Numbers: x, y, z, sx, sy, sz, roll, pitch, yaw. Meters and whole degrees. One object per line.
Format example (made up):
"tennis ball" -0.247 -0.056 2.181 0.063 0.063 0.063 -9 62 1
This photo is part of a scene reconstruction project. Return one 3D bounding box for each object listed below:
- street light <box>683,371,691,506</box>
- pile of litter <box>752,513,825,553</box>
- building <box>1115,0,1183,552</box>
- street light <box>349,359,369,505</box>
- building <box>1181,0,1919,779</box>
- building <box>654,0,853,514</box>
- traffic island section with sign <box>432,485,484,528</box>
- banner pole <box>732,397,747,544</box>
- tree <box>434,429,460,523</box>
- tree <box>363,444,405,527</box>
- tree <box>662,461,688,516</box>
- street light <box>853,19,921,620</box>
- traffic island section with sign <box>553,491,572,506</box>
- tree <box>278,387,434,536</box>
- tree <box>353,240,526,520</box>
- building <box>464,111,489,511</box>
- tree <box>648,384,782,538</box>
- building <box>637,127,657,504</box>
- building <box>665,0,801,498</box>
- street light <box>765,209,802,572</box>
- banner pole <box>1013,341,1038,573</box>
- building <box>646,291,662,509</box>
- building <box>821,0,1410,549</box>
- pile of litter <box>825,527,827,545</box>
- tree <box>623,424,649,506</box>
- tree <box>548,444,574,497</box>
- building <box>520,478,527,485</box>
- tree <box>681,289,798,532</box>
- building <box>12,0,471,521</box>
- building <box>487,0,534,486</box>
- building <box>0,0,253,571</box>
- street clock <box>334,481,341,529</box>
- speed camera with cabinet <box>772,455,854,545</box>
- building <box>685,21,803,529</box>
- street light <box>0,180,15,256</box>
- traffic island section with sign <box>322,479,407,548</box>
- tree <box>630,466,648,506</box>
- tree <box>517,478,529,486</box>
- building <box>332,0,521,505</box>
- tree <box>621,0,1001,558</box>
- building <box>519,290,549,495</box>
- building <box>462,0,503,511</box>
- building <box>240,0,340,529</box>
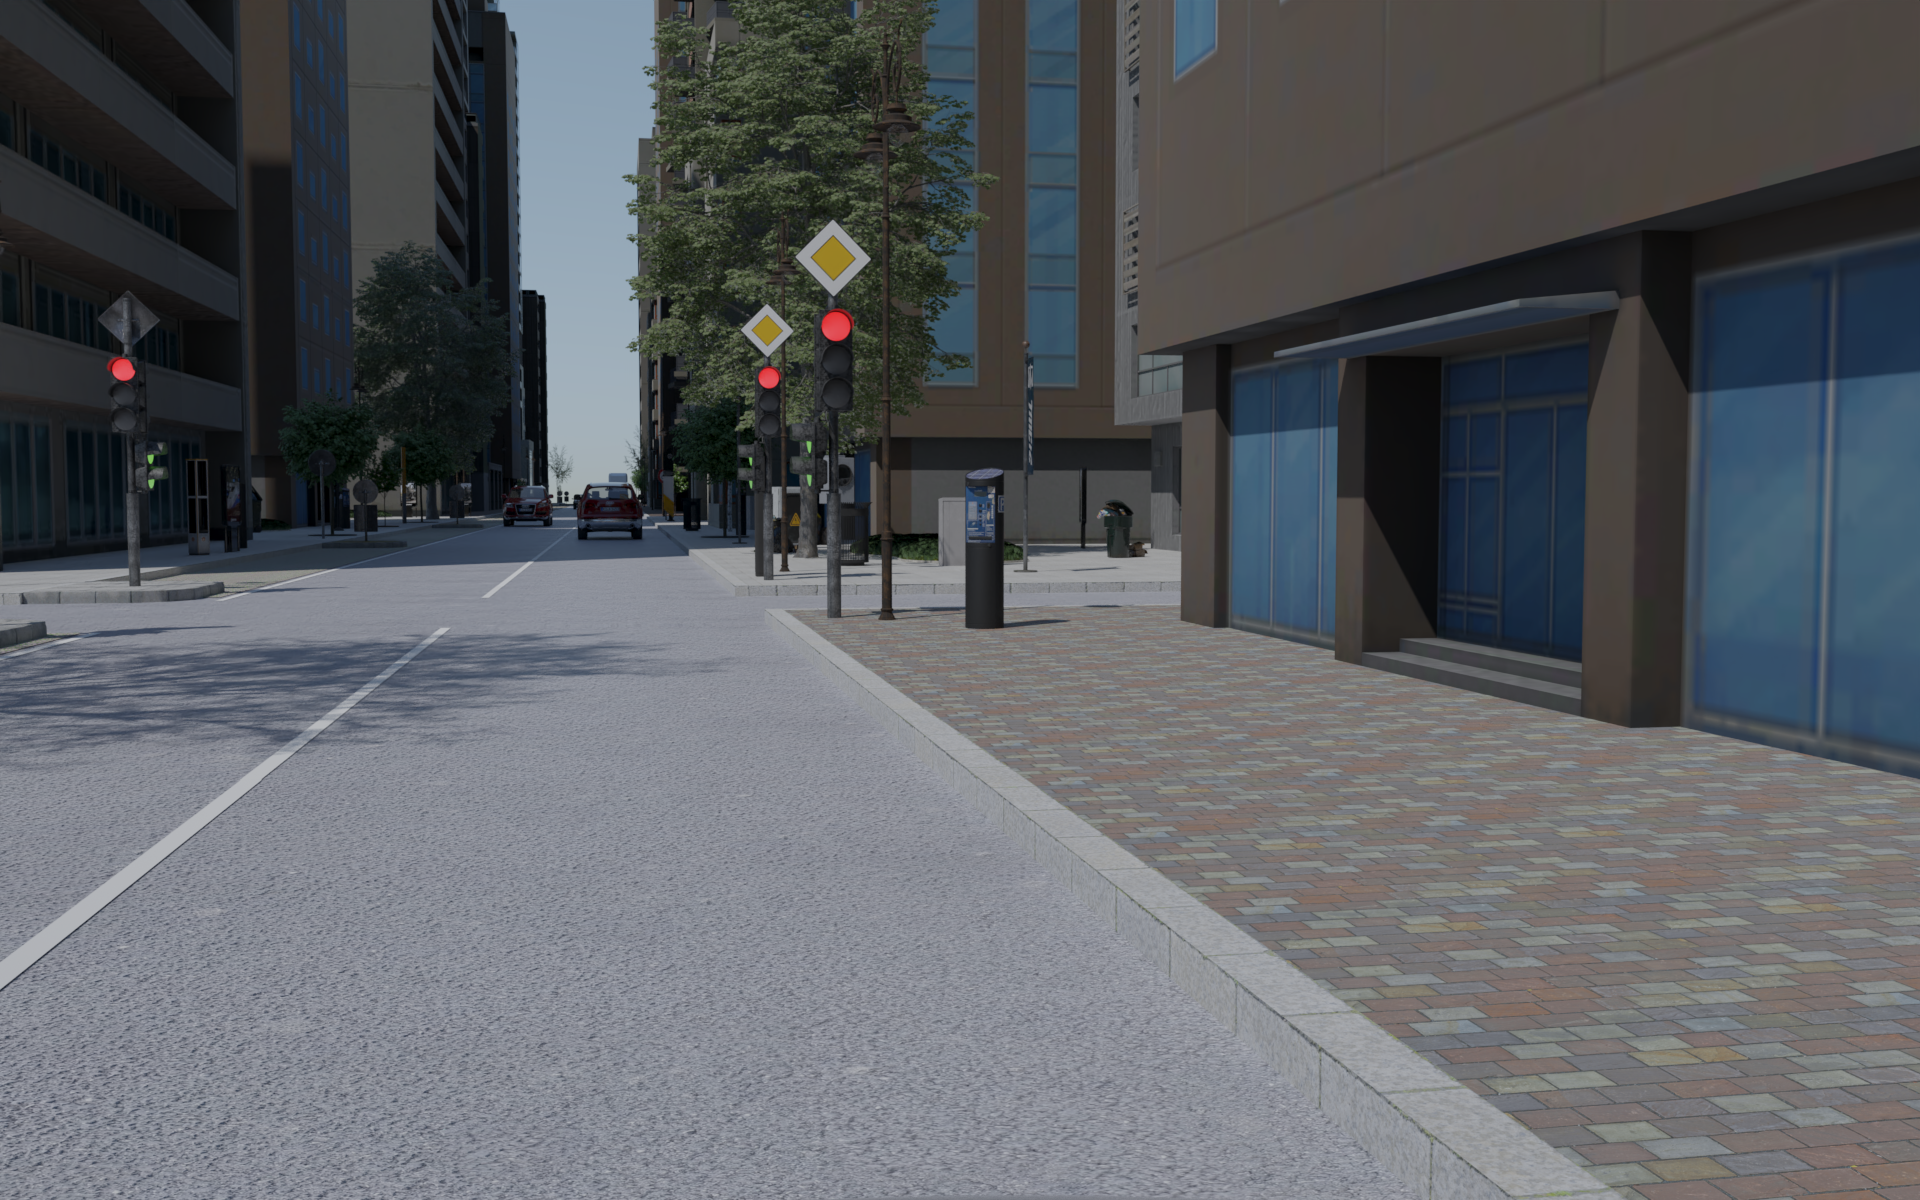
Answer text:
"street light" -10.002 -5.576 63.959 0.468 5.910 1.993 -1 4 -11
"pile of litter" -3.936 -1.487 38.277 1.176 0.858 1.719 -2 4 -30
"building" 11.662 -21.425 33.900 14.086 41.232 14.154 -1 4 -11
"street light" -20.539 -5.294 59.345 0.468 5.910 1.993 -1 4 -11
"building" 9.956 -22.065 10.866 14.600 45.320 14.200 -1 4 -11
"building" -17.038 -29.845 138.079 14.600 45.320 14.200 -1 4 -11
"traffic island section with sign" -21.159 -3.938 73.007 1.989 1.847 2.006 -1 4 -11
"banner pole" -5.750 -3.360 44.955 0.401 3.779 0.863 -1 4 -12
"tree" -24.293 -5.764 77.962 4.285 4.588 4.351 0 3 0
"tree" -22.263 -4.444 67.254 1.663 3.219 1.824 0 3 0
"tree" -16.731 -6.508 101.008 1.663 3.219 1.824 0 3 0
"street light" -0.745 -2.735 17.506 0.468 5.910 1.993 -1 4 -11
"traffic island section with sign" -46.878 -11.905 203.272 1.989 1.847 2.006 -1 4 -11
"tree" -19.370 -4.251 53.215 4.285 4.588 4.351 0 3 0
"tree" -26.630 -11.029 86.973 9.857 13.997 8.962 0 3 0
"building" -41.837 -21.572 124.396 14.160 30.474 14.107 -1 4 -11
"tree" -6.872 -4.123 51.117 4.285 4.588 4.351 0 3 0
"building" -31.100 -36.870 226.531 21.300 48.544 21.600 -1 4 -11
"building" -8.561 -28.319 117.635 22.147 44.769 28.867 -1 4 -11
"street light" -2.897 -3.405 28.457 0.468 5.910 1.993 -1 4 -11
"banner pole" 1.112 -2.331 28.130 0.401 3.779 0.863 -1 4 -9
"building" -14.966 -19.385 161.986 27.650 21.520 28.899 -1 4 -11
"building" 3.038 -24.448 49.835 14.600 45.320 14.200 -1 4 -11
"pile of litter" -3.853 -1.820 43.721 1.719 0.858 1.176 -1 4 -15
"tree" -32.960 -14.132 181.415 4.360 8.622 3.978 0 3 0
"tree" -58.673 -18.560 253.812 4.360 8.622 3.978 0 3 0
"building" -64.421 -30.415 189.167 32.217 40.220 23.993 -1 4 -11
"tree" -7.666 -6.644 58.997 4.737 8.622 4.395 0 3 0
"building" -41.976 -29.441 105.067 21.300 48.544 21.600 -1 4 -11
"building" -64.880 -55.227 215.636 22.319 86.520 31.000 -1 4 -11
"building" -28.242 -25.140 34.744 21.300 48.544 21.600 -1 4 -11
"street clock" -22.632 -3.564 62.837 0.471 2.002 0.358 1 4 12
"speed camera with cabinet" -3.529 -2.863 41.154 2.038 3.252 0.660 -2 4 -33
"building" 1.847 -14.394 80.388 27.650 21.520 28.899 -1 4 -11
"street light" -13.542 -3.132 23.996 0.468 5.910 1.993 -1 4 -11
"traffic island section with sign" -15.920 -2.311 46.409 1.989 1.847 2.006 -1 4 -11
"tree" -34.477 -12.584 189.463 4.285 4.588 4.351 0 3 0
"tree" -44.104 -10.923 173.199 1.663 3.219 1.824 0 3 0
"building" -47.866 -31.075 158.181 14.600 45.320 14.200 -1 4 -11
"tree" -3.097 -7.147 34.976 7.486 12.596 7.792 0 3 0
"building" -64.713 -28.662 240.323 14.160 30.474 14.107 -1 4 -11
"building" -48.254 -42.893 139.551 20.563 71.187 20.611 -1 4 -11
"building" -32.276 -25.533 67.574 14.600 45.320 14.200 -1 4 -11
